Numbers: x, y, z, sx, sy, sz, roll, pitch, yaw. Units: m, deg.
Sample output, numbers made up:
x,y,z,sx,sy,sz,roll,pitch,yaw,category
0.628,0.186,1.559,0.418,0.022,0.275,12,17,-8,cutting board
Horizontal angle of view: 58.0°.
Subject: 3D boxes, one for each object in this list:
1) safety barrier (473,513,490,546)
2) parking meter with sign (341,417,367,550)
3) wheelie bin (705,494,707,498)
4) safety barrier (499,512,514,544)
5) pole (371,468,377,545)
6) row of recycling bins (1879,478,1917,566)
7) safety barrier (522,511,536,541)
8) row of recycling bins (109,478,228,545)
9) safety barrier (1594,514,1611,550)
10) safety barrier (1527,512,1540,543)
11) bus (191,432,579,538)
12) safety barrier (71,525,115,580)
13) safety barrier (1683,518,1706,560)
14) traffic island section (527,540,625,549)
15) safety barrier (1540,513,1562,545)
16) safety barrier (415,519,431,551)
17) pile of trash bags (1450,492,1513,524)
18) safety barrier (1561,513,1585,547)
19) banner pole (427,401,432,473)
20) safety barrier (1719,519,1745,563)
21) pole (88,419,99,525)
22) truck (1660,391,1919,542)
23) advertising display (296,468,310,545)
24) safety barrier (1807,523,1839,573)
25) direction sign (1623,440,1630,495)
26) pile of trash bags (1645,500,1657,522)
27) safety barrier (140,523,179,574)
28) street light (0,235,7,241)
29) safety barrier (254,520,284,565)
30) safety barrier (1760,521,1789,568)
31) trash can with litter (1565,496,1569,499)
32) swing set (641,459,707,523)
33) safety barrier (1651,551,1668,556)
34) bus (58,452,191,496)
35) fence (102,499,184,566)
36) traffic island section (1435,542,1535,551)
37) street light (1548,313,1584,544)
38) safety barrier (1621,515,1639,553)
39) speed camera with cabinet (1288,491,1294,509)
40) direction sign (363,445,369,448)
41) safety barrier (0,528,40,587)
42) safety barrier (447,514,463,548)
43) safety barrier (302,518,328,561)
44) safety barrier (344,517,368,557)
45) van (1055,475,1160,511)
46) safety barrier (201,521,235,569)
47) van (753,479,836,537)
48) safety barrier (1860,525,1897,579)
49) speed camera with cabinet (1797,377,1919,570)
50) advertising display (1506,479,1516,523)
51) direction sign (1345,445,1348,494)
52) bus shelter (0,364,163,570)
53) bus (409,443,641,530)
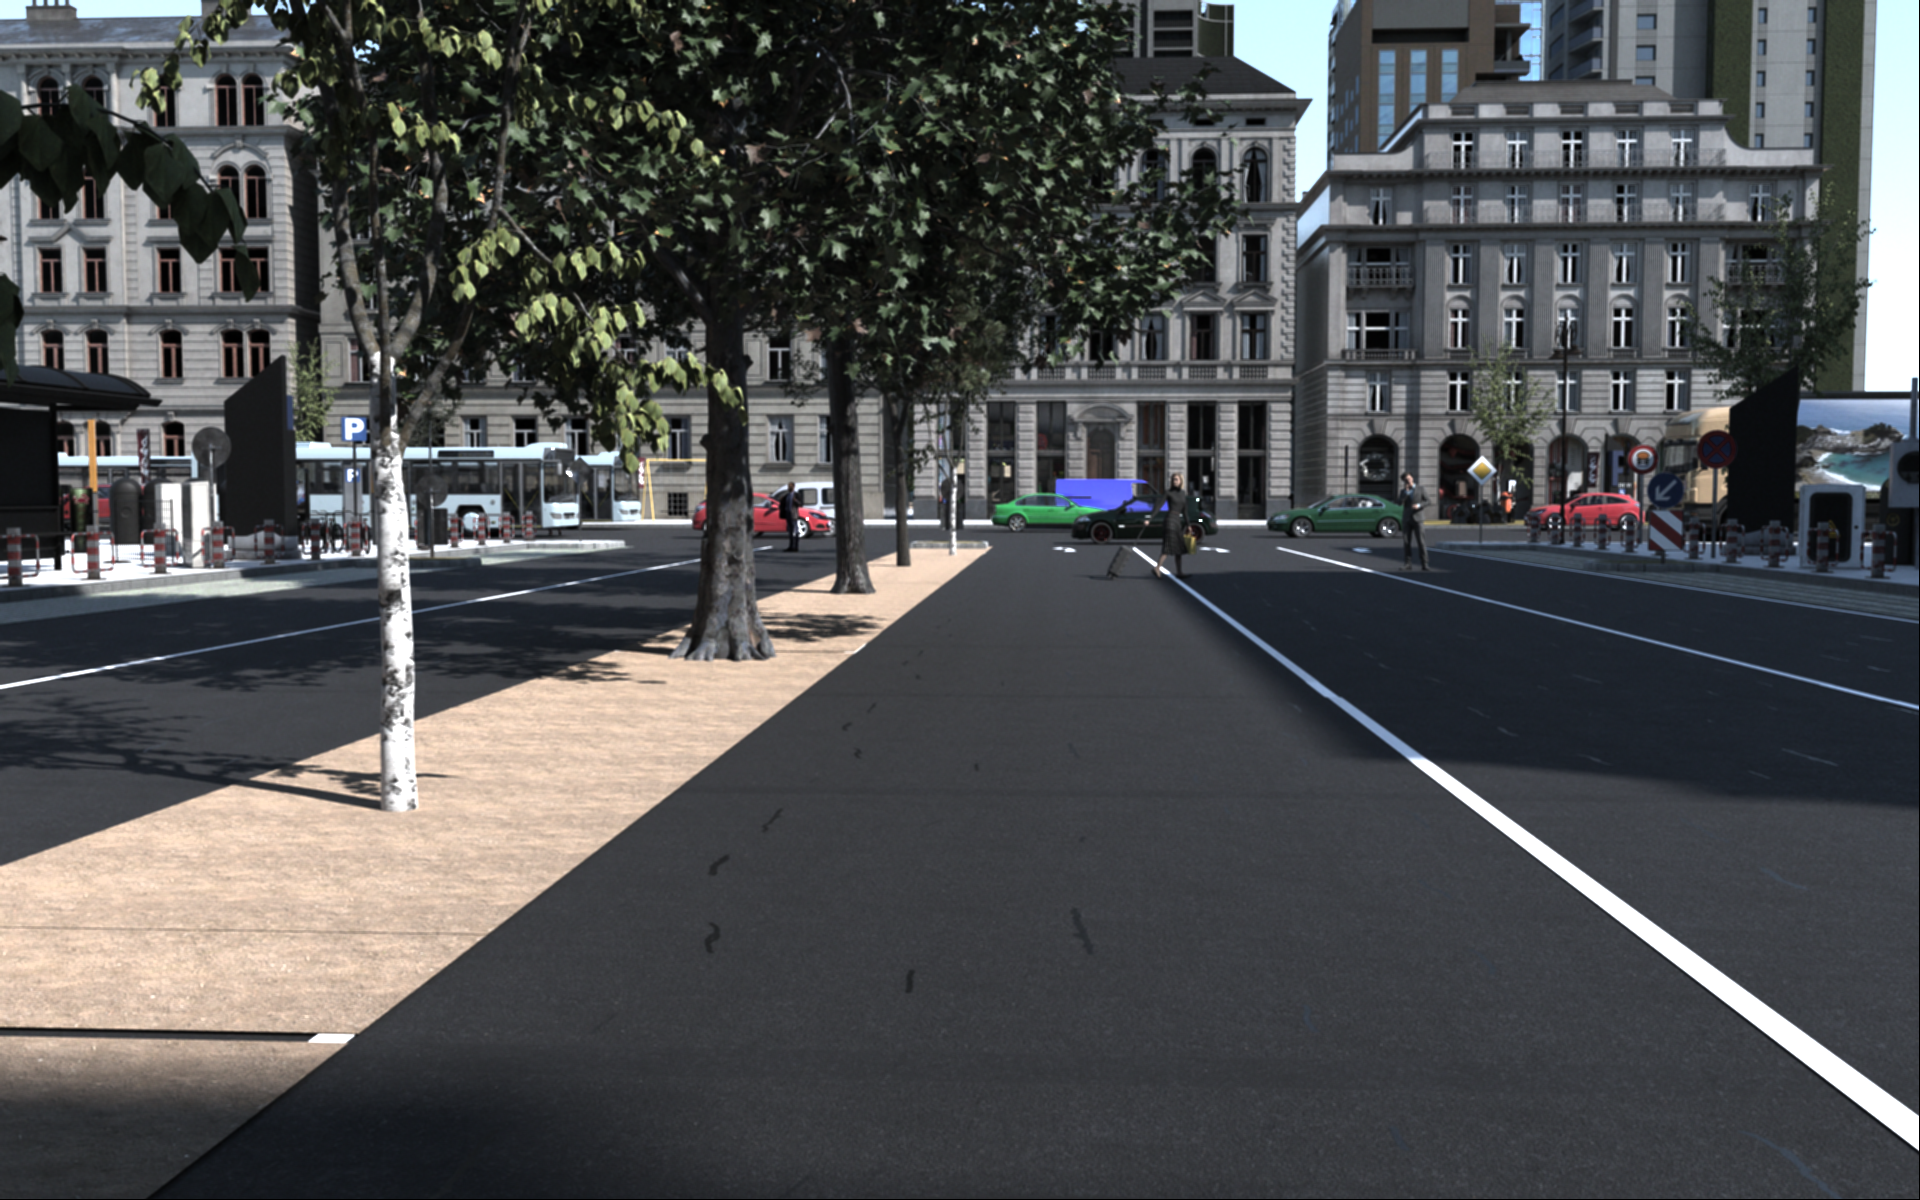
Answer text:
x,y,z,sx,sy,sz,roll,pitch,yaw,category
-11.892,-1.761,43.060,0.300,0.817,1.120,0,4,3,safety barrier
-14.014,-2.674,39.985,0.543,3.016,1.738,-1,4,-22,parking meter with sign
-10.668,-4.128,75.393,0.693,1.594,0.980,1,4,19,wheelie bin
-11.777,-1.879,44.992,0.300,0.817,1.120,0,4,3,safety barrier
-14.622,-3.026,43.323,0.158,3.312,0.155,0,3,0,pole
17.291,-1.411,30.181,1.069,1.692,3.534,0,4,-2,row of recycling bins
-11.665,-1.996,46.905,0.300,0.817,1.120,0,4,3,safety barrier
-19.839,-2.263,44.111,3.534,1.692,1.069,0,4,-4,row of recycling bins
14.740,-1.558,39.743,0.300,0.817,1.120,0,4,3,safety barrier
15.077,-1.910,45.496,0.300,0.817,1.120,0,4,3,safety barrier
-18.788,-3.876,58.230,13.247,3.499,2.948,0,4,4,bus
-12.903,-0.704,25.782,0.300,0.817,1.120,0,4,3,safety barrier
14.400,-1.205,33.975,0.300,0.817,1.120,0,4,3,safety barrier
-10.196,-1.477,46.432,2.009,0.180,2.903,0,4,3,traffic island section
14.968,-1.792,43.576,0.300,0.817,1.120,0,4,3,safety barrier
-12.119,-1.525,39.205,0.300,0.817,1.120,0,4,3,safety barrier
22.679,-3.956,74.436,3.447,1.369,1.912,-3,5,-42,pile of trash bags
14.853,-1.675,41.663,0.300,0.817,1.120,0,4,3,safety barrier
-14.218,-3.457,46.536,0.401,3.779,0.863,-1,4,-18,banner pole
14.290,-1.088,32.062,0.300,0.817,1.120,0,4,3,safety barrier
-23.716,-3.276,47.401,0.158,3.312,0.155,0,3,0,pole
24.901,-3.636,48.356,11.283,4.237,2.839,0,4,2,truck
-16.658,-2.342,43.509,0.974,1.923,0.123,3,4,37,advertising display
14.065,-0.854,28.235,0.300,0.817,1.120,0,4,3,safety barrier
28.117,-4.960,73.087,0.379,3.537,0.876,0,4,7,direction sign
33.379,-4.277,79.687,3.447,1.369,1.912,-1,4,-17,pile of trash bags
-12.793,-0.821,27.696,0.300,0.817,1.120,0,4,3,safety barrier
-13.455,-3.090,23.311,0.468,5.910,1.993,0,4,3,street light
-12.568,-1.055,31.523,0.300,0.817,1.120,0,4,3,safety barrier
14.176,-0.971,30.148,0.300,0.817,1.120,0,4,3,safety barrier
37.918,-6.095,110.710,2.233,1.210,1.678,2,4,32,trash can with litter
-12.625,-4.942,78.425,3.119,2.851,2.862,-1,4,-21,swing set
14.512,-1.323,35.904,0.300,0.817,1.120,0,4,3,safety barrier
-34.701,-4.708,71.829,13.247,3.499,2.948,0,4,2,bus
-14.891,-1.247,31.596,2.264,1.192,0.480,3,4,38,fence
13.554,-1.392,45.037,2.009,0.180,2.903,0,4,3,traffic island section
15.503,-4.383,44.444,0.468,5.910,1.993,0,4,3,street light
14.627,-1.440,37.817,0.300,0.817,1.120,0,4,3,safety barrier
20.710,-6.863,106.539,2.038,3.252,0.660,0,4,-7,speed camera with cabinet
-27.276,-5.395,80.207,0.876,3.537,0.379,2,4,23,direction sign
-13.019,-0.586,23.851,0.300,0.817,1.120,0,4,3,safety barrier
-12.004,-1.642,41.118,0.300,0.817,1.120,0,4,3,safety barrier
-12.452,-1.173,33.455,0.300,0.817,1.120,0,4,3,safety barrier
-12.341,-1.291,35.377,0.300,0.817,1.120,0,4,3,safety barrier
6.408,-4.067,70.884,5.245,2.365,2.240,0,4,4,van
-12.677,-0.938,29.609,0.300,0.817,1.120,0,4,3,safety barrier
-5.721,-3.162,58.715,4.112,2.044,2.013,0,4,2,van
13.955,-0.737,26.318,0.300,0.817,1.120,0,4,3,safety barrier
15.449,-2.150,29.484,2.038,3.252,0.660,1,4,22,speed camera with cabinet
24.244,-4.342,76.212,0.123,1.923,0.974,3,4,36,advertising display
18.011,-5.431,80.793,0.379,3.537,0.876,0,4,6,direction sign
-14.605,-1.995,26.542,2.014,3.302,5.546,0,4,4,bus shelter
-18.954,-4.635,70.646,13.247,3.499,2.948,0,4,4,bus
